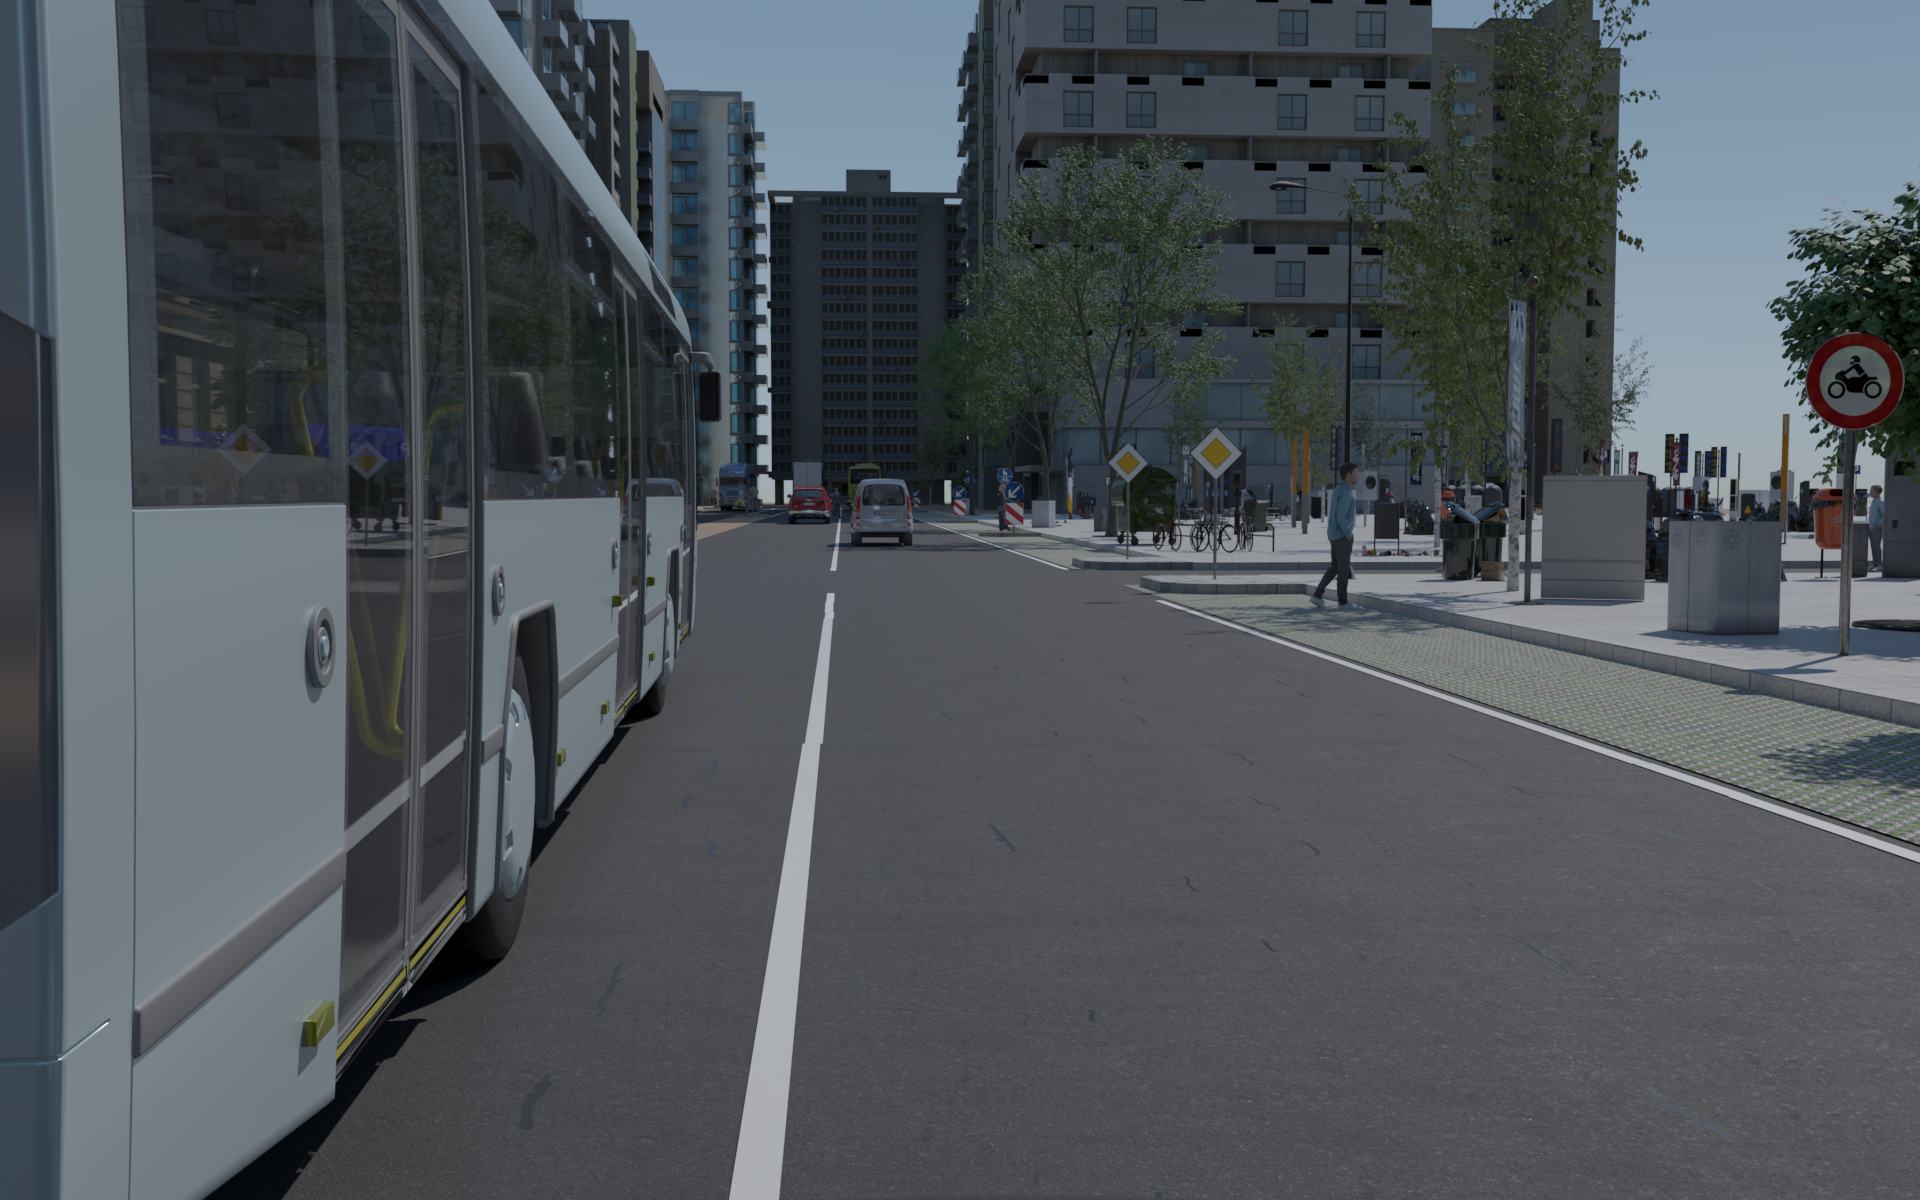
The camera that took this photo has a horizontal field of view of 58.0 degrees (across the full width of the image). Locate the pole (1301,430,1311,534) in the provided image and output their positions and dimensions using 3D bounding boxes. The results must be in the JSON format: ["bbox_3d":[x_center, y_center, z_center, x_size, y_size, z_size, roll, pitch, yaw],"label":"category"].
[{"bbox_3d":[11.067,-3.771,55.500,0.158,3.312,0.155,0,3,0],"label":"pole"}]

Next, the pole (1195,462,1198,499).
[{"bbox_3d":[14.796,-6.998,108.255,0.158,3.312,0.155,0,3,0],"label":"pole"}]

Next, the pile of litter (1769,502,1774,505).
[{"bbox_3d":[45.651,-5.057,96.643,1.176,0.858,1.719,1,4,13],"label":"pile of litter"}]

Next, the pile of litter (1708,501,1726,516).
[{"bbox_3d":[44.890,-5.449,103.058,1.176,0.858,1.719,0,4,6],"label":"pile of litter"}]

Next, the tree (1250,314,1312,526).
[{"bbox_3d":[13.592,-7.324,70.110,4.737,8.622,4.395,0,3,0],"label":"tree"}]

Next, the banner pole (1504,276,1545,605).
[{"bbox_3d":[6.441,-1.825,19.859,0.401,3.779,0.863,3,5,42],"label":"banner pole"}]

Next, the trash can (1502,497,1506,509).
[{"bbox_3d":[26.317,-4.465,84.663,0.748,1.137,0.748,0,3,0],"label":"trash can"}]

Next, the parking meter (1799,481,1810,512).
[{"bbox_3d":[36.530,-4.235,74.945,0.255,1.863,0.399,0,4,-7],"label":"parking meter"}]

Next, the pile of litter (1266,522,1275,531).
[{"bbox_3d":[10.592,-2.875,60.978,1.719,0.858,1.176,-3,5,-44],"label":"pile of litter"}]

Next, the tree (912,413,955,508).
[{"bbox_3d":[-2.609,-12.595,156.282,4.737,8.622,4.395,0,3,0],"label":"tree"}]

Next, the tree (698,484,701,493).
[{"bbox_3d":[-27.776,-11.408,181.120,1.663,3.219,1.824,0,3,0],"label":"tree"}]

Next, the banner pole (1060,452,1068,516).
[{"bbox_3d":[6.302,-6.882,102.543,0.863,3.779,0.401,-3,5,-40],"label":"banner pole"}]

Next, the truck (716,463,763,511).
[{"bbox_3d":[-19.800,-10.224,156.921,2.967,4.110,18.799,0,4,-2],"label":"truck"}]

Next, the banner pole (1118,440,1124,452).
[{"bbox_3d":[7.530,-5.574,81.145,0.401,3.779,0.863,-1,4,-14],"label":"banner pole"}]

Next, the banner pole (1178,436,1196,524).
[{"bbox_3d":[9.706,-5.219,75.351,0.863,3.779,0.401,-3,4,-36],"label":"banner pole"}]

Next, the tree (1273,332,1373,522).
[{"bbox_3d":[16.176,-7.815,78.143,4.360,8.622,3.978,0,3,0],"label":"tree"}]

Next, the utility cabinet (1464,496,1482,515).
[{"bbox_3d":[19.394,-3.326,65.540,0.306,1.237,1.020,0,4,-6],"label":"utility cabinet"}]

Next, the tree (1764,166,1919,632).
[{"bbox_3d":[9.434,-2.007,16.527,4.285,4.588,4.351,0,3,0],"label":"tree"}]

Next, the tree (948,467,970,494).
[{"bbox_3d":[0.191,-8.202,128.707,1.663,3.219,1.824,0,3,0],"label":"tree"}]

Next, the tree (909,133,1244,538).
[{"bbox_3d":[4.472,-7.672,51.190,9.928,11.665,9.643,0,3,0],"label":"tree"}]

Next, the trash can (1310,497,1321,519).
[{"bbox_3d":[18.525,-4.784,89.868,0.748,1.137,0.748,0,3,0],"label":"trash can"}]

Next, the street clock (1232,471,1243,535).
[{"bbox_3d":[8.725,-3.053,54.488,0.358,2.002,0.471,1,4,13],"label":"street clock"}]

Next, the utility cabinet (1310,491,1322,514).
[{"bbox_3d":[22.055,-6.060,107.752,0.318,1.500,1.173,-2,4,-26],"label":"utility cabinet"}]

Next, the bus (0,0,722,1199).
[{"bbox_3d":[-2.884,-0.825,8.341,2.948,3.499,13.247,0,4,-5],"label":"bus"}]

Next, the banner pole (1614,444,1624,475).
[{"bbox_3d":[32.967,-5.914,86.706,0.863,3.779,0.401,-2,4,-30],"label":"banner pole"}]

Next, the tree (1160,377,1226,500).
[{"bbox_3d":[13.767,-9.350,103.239,4.737,8.622,4.395,0,3,0],"label":"tree"}]

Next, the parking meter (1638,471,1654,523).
[{"bbox_3d":[17.270,-2.319,43.627,0.399,1.863,0.255,1,4,23],"label":"parking meter"}]

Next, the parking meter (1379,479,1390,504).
[{"bbox_3d":[16.236,-3.701,66.215,0.399,1.863,0.255,-3,5,-41],"label":"parking meter"}]

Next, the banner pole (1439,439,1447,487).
[{"bbox_3d":[21.843,-5.405,78.387,0.401,3.779,0.863,-1,4,-12],"label":"banner pole"}]

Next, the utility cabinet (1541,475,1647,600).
[{"bbox_3d":[7.659,-0.749,20.932,1.173,1.500,0.318,1,4,22],"label":"utility cabinet"}]

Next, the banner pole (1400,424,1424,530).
[{"bbox_3d":[16.098,-4.383,61.681,0.863,3.779,0.401,-1,4,-15],"label":"banner pole"}]

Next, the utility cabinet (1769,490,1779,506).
[{"bbox_3d":[48.801,-5.861,104.502,0.318,1.500,1.173,-2,4,-29],"label":"utility cabinet"}]

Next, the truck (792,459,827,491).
[{"bbox_3d":[-12.622,-9.559,145.200,2.839,4.237,11.283,0,4,-3],"label":"truck"}]

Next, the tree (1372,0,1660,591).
[{"bbox_3d":[7.290,-4.437,22.901,4.737,8.622,4.395,0,3,0],"label":"tree"}]

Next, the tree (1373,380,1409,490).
[{"bbox_3d":[25.599,-9.639,107.957,4.360,8.622,3.978,0,3,0],"label":"tree"}]

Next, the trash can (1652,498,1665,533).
[{"bbox_3d":[22.768,-2.768,56.916,0.748,1.137,0.748,0,3,0],"label":"trash can"}]

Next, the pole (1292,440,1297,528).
[{"bbox_3d":[12.739,-4.410,65.954,0.158,3.312,0.155,0,3,0],"label":"pole"}]

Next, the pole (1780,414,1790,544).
[{"bbox_3d":[20.986,-3.072,44.074,0.158,3.312,0.155,0,3,0],"label":"pole"}]

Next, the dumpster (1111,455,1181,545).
[{"bbox_3d":[4.711,-2.536,43.953,1.502,2.255,1.985,0,4,-4],"label":"dumpster"}]

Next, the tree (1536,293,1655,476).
[{"bbox_3d":[23.206,-6.943,63.884,4.360,8.622,3.978,0,3,0],"label":"tree"}]

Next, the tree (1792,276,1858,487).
[{"bbox_3d":[28.355,-6.387,54.796,4.737,8.622,4.395,0,3,0],"label":"tree"}]

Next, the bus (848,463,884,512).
[{"bbox_3d":[-7.508,-8.999,138.680,2.896,3.916,12.252,0,4,-2],"label":"bus"}]

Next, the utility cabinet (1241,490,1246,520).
[{"bbox_3d":[14.234,-4.663,84.926,0.318,1.500,1.173,-2,4,-26],"label":"utility cabinet"}]

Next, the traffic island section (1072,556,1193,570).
[{"bbox_3d":[3.303,-0.714,33.961,2.009,0.180,2.903,0,4,-4],"label":"traffic island section"}]

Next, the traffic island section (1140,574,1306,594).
[{"bbox_3d":[3.841,-0.227,25.994,2.009,0.180,2.903,0,4,-4],"label":"traffic island section"}]
